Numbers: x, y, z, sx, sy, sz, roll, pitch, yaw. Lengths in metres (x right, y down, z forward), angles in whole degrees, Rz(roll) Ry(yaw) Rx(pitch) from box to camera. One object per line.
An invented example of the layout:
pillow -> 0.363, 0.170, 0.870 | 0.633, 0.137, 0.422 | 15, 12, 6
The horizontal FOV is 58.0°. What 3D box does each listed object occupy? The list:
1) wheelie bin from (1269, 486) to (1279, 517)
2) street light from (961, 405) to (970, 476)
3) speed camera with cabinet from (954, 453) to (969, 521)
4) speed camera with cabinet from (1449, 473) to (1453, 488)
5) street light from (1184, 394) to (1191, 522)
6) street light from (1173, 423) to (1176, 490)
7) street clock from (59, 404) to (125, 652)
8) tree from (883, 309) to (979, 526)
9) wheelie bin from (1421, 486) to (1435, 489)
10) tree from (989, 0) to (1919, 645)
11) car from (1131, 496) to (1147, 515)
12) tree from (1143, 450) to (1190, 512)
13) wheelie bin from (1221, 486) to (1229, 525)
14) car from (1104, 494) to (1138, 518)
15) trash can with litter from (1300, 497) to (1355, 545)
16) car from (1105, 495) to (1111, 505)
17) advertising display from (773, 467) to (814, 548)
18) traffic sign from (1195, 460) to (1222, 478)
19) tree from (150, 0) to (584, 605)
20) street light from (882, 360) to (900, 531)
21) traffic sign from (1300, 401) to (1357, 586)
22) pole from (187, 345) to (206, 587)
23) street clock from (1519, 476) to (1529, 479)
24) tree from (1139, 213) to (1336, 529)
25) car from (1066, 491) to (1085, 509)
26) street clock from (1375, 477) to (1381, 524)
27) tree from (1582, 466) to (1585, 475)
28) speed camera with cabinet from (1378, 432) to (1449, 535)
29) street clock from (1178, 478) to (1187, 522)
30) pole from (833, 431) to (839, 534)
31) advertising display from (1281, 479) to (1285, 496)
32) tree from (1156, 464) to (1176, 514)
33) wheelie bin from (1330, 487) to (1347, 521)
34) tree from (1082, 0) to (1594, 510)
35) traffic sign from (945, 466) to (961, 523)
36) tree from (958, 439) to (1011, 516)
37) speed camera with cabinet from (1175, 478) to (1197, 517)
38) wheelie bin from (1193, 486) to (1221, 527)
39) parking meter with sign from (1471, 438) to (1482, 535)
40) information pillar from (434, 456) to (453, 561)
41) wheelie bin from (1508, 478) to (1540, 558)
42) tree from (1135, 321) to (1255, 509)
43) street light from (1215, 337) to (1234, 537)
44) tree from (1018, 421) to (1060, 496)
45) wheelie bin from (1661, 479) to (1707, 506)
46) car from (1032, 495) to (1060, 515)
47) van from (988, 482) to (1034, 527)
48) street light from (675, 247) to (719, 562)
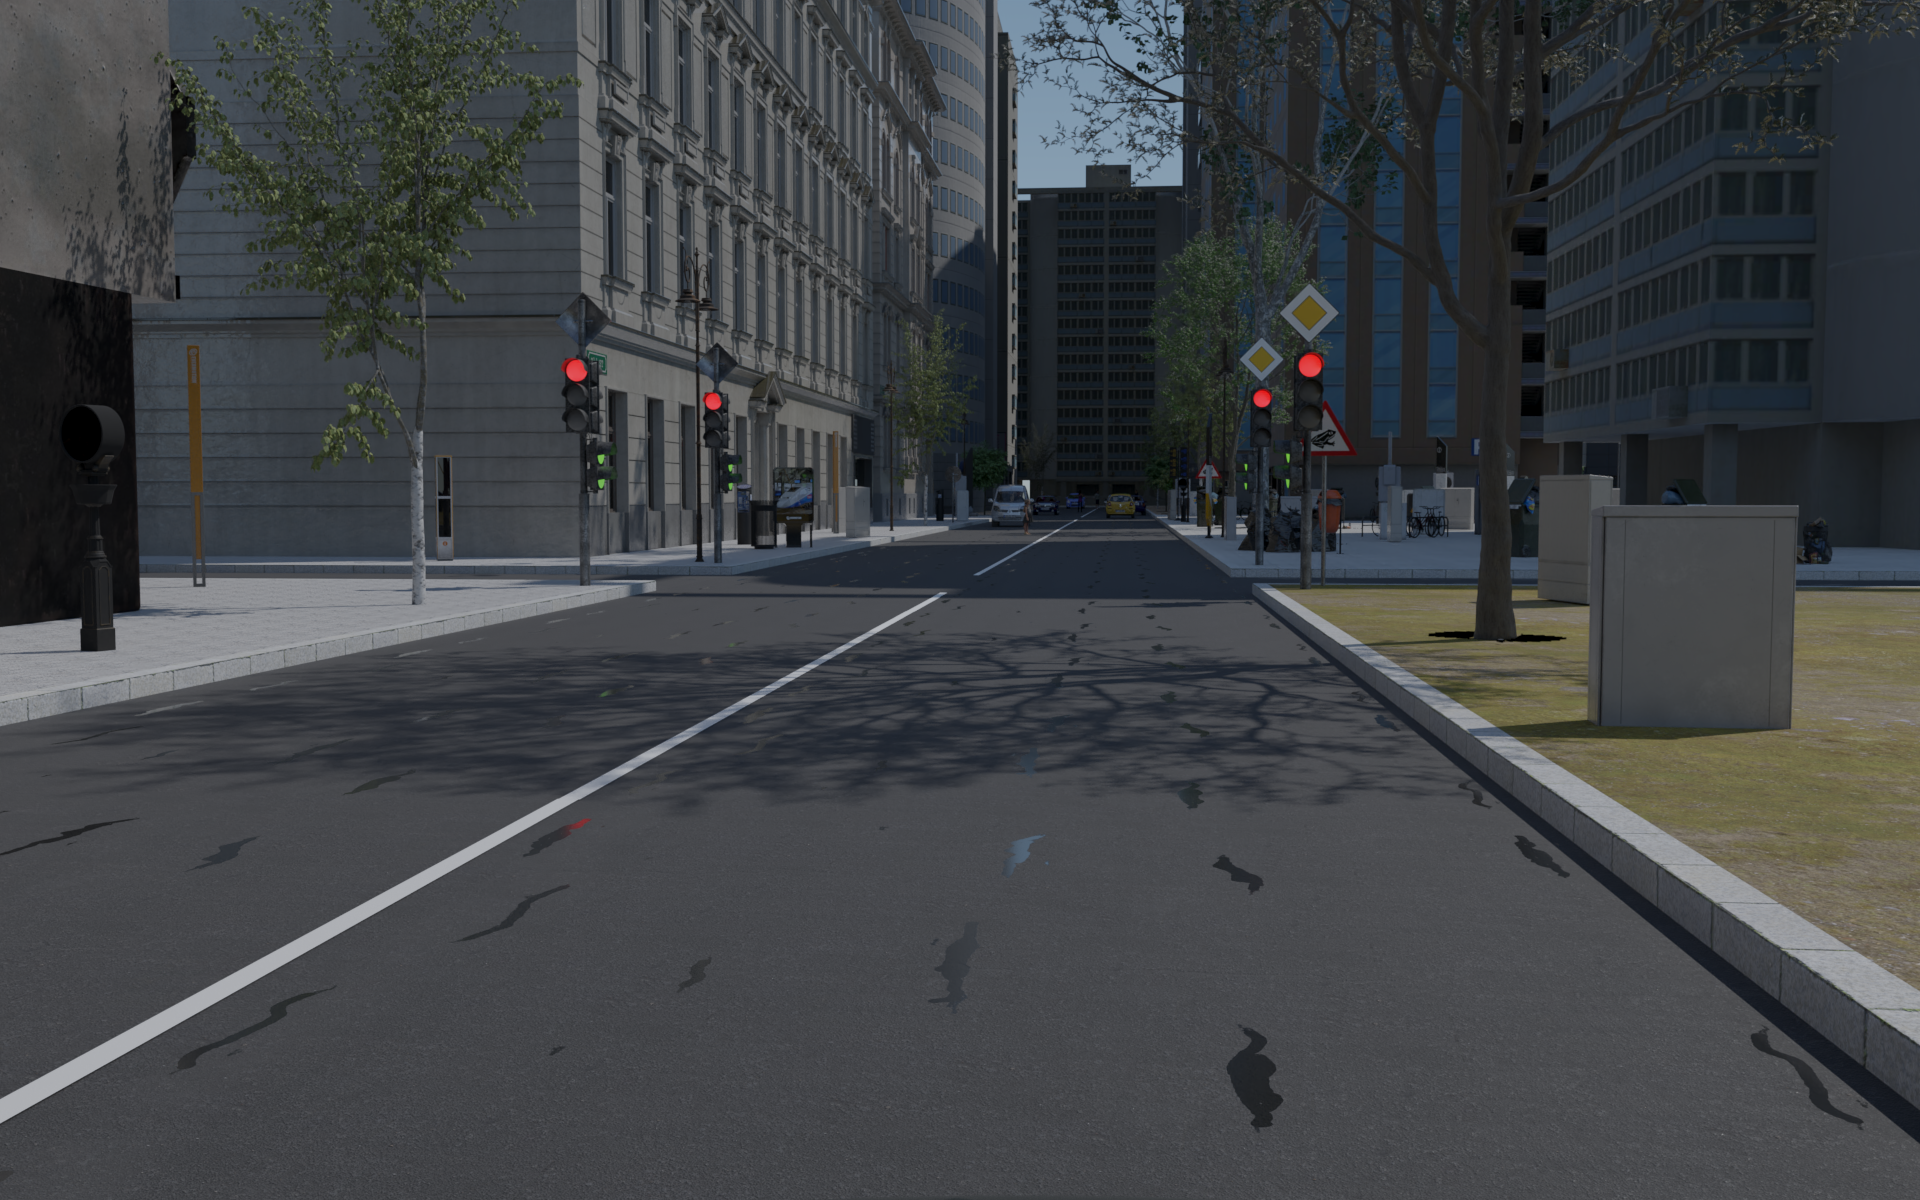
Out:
wheelie bin -> 12.036, -3.649, 67.569 | 0.693, 1.594, 0.980 | 2, 4, 27
street light -> 0.223, -6.998, 87.208 | 0.468, 5.910, 1.993 | 0, 4, 5
speed camera with cabinet -> 0.069, -5.390, 82.466 | 0.660, 3.252, 2.038 | 0, 4, -4
speed camera with cabinet -> 19.050, -4.671, 70.714 | 2.038, 3.252, 0.660 | 0, 4, -2
street light -> 10.291, -6.438, 78.043 | 0.468, 5.910, 1.993 | 0, 4, 5
street light -> 12.985, -8.091, 105.077 | 0.468, 5.910, 1.993 | 0, 4, 5
street clock -> -7.064, -0.585, 14.137 | 0.471, 2.002, 0.358 | 1, 4, 21
tree -> -1.347, -7.296, 69.652 | 4.737, 8.622, 4.395 | 0, 3, 0
wheelie bin -> 18.366, -3.686, 68.178 | 0.980, 1.594, 0.693 | -2, 4, -28
tree -> 4.586, -6.395, 14.929 | 12.009, 13.543, 11.850 | 0, 3, 0
car -> 11.711, -6.407, 117.341 | 1.945, 1.354, 3.894 | 0, 4, 4
tree -> 14.973, -8.694, 125.867 | 4.285, 4.588, 4.351 | 0, 3, 0
wheelie bin -> 10.814, -3.846, 70.793 | 0.980, 1.594, 0.693 | -3, 4, -38
car -> 9.592, -5.695, 103.340 | 2.015, 1.641, 3.980 | 0, 4, 6
trash can with litter -> 8.916, -2.061, 44.757 | 1.678, 1.210, 2.233 | -1, 4, -9
car -> 12.882, -7.976, 142.416 | 2.014, 1.417, 4.499 | 0, 4, 7
advertising display -> -3.983, -2.215, 41.426 | 0.974, 1.923, 0.123 | -1, 4, -14
traffic sign -> 8.380, -3.573, 58.421 | 0.884, 2.594, 0.081 | 1, 4, 13
tree -> -6.524, -4.251, 19.866 | 4.737, 8.622, 4.395 | 0, 3, 0
street light -> -2.371, -5.330, 59.928 | 0.468, 5.910, 1.993 | 0, 4, 5
traffic sign -> 5.080, -1.478, 24.169 | 0.884, 2.594, 0.081 | 0, 4, 8
pole -> -10.522, -1.836, 23.858 | 0.158, 3.312, 0.155 | 0, 3, 0
street clock -> 22.257, -3.902, 68.371 | 0.358, 2.002, 0.471 | 3, 5, 45
tree -> 10.200, -8.464, 64.134 | 9.928, 11.665, 9.643 | 0, 3, 0
car -> 11.363, -9.817, 170.099 | 1.945, 1.707, 3.694 | 0, 4, 7
street clock -> 17.915, -4.248, 74.018 | 0.358, 2.002, 0.471 | 0, 4, -7
tree -> 36.241, -6.602, 102.549 | 1.663, 3.219, 1.824 | 0, 3, 0
speed camera with cabinet -> 14.328, -3.704, 54.896 | 2.038, 3.252, 0.660 | 1, 4, 16
street clock -> 10.261, -4.580, 79.452 | 0.471, 2.002, 0.358 | 3, 5, 42
pole -> -4.019, -3.805, 56.054 | 0.158, 3.312, 0.155 | 0, 3, 0
advertising display -> 13.414, -4.082, 71.952 | 0.123, 1.923, 0.974 | 1, 4, 9
tree -> 13.337, -7.024, 109.444 | 1.663, 3.219, 1.824 | 0, 3, 0
wheelie bin -> 17.741, -4.499, 81.459 | 0.980, 1.594, 0.693 | -1, 4, -21
tree -> 8.419, -11.291, 40.491 | 12.611, 20.169, 13.585 | 0, 3, 0
traffic sign -> -0.317, -4.769, 78.071 | 0.768, 2.556, 0.104 | 1, 4, 14
tree -> 1.414, -7.357, 104.002 | 4.285, 4.588, 4.351 | 0, 3, 0
speed camera with cabinet -> 13.252, -6.393, 98.857 | 0.660, 3.252, 2.038 | -3, 5, -42
wheelie bin -> 9.611, -3.662, 67.779 | 0.980, 1.594, 0.693 | 1, 4, 12
parking meter with sign -> 16.583, -3.579, 54.775 | 0.543, 3.016, 1.738 | 2, 4, 26
information pillar -> -9.905, -1.757, 33.226 | 0.304, 2.012, 0.304 | -1, 4, -22
wheelie bin -> 11.470, -1.675, 35.294 | 0.693, 1.594, 0.980 | -1, 4, -22
tree -> 10.533, -7.555, 73.884 | 4.737, 8.622, 4.395 | 0, 3, 0
street light -> 7.789, -4.787, 51.057 | 0.468, 5.910, 1.993 | 0, 4, 5
tree -> 8.043, -13.727, 174.804 | 4.360, 8.622, 3.978 | 0, 3, 0
wheelie bin -> 15.099, -1.731, 36.214 | 0.980, 1.594, 0.693 | -2, 4, -28
car -> 5.919, -6.518, 119.145 | 1.945, 1.354, 3.894 | 0, 4, 5
van -> 2.290, -4.289, 77.137 | 2.013, 2.044, 4.112 | 0, 4, 4
street light -> -4.926, -3.657, 32.584 | 0.468, 5.910, 1.993 | 0, 4, 5
